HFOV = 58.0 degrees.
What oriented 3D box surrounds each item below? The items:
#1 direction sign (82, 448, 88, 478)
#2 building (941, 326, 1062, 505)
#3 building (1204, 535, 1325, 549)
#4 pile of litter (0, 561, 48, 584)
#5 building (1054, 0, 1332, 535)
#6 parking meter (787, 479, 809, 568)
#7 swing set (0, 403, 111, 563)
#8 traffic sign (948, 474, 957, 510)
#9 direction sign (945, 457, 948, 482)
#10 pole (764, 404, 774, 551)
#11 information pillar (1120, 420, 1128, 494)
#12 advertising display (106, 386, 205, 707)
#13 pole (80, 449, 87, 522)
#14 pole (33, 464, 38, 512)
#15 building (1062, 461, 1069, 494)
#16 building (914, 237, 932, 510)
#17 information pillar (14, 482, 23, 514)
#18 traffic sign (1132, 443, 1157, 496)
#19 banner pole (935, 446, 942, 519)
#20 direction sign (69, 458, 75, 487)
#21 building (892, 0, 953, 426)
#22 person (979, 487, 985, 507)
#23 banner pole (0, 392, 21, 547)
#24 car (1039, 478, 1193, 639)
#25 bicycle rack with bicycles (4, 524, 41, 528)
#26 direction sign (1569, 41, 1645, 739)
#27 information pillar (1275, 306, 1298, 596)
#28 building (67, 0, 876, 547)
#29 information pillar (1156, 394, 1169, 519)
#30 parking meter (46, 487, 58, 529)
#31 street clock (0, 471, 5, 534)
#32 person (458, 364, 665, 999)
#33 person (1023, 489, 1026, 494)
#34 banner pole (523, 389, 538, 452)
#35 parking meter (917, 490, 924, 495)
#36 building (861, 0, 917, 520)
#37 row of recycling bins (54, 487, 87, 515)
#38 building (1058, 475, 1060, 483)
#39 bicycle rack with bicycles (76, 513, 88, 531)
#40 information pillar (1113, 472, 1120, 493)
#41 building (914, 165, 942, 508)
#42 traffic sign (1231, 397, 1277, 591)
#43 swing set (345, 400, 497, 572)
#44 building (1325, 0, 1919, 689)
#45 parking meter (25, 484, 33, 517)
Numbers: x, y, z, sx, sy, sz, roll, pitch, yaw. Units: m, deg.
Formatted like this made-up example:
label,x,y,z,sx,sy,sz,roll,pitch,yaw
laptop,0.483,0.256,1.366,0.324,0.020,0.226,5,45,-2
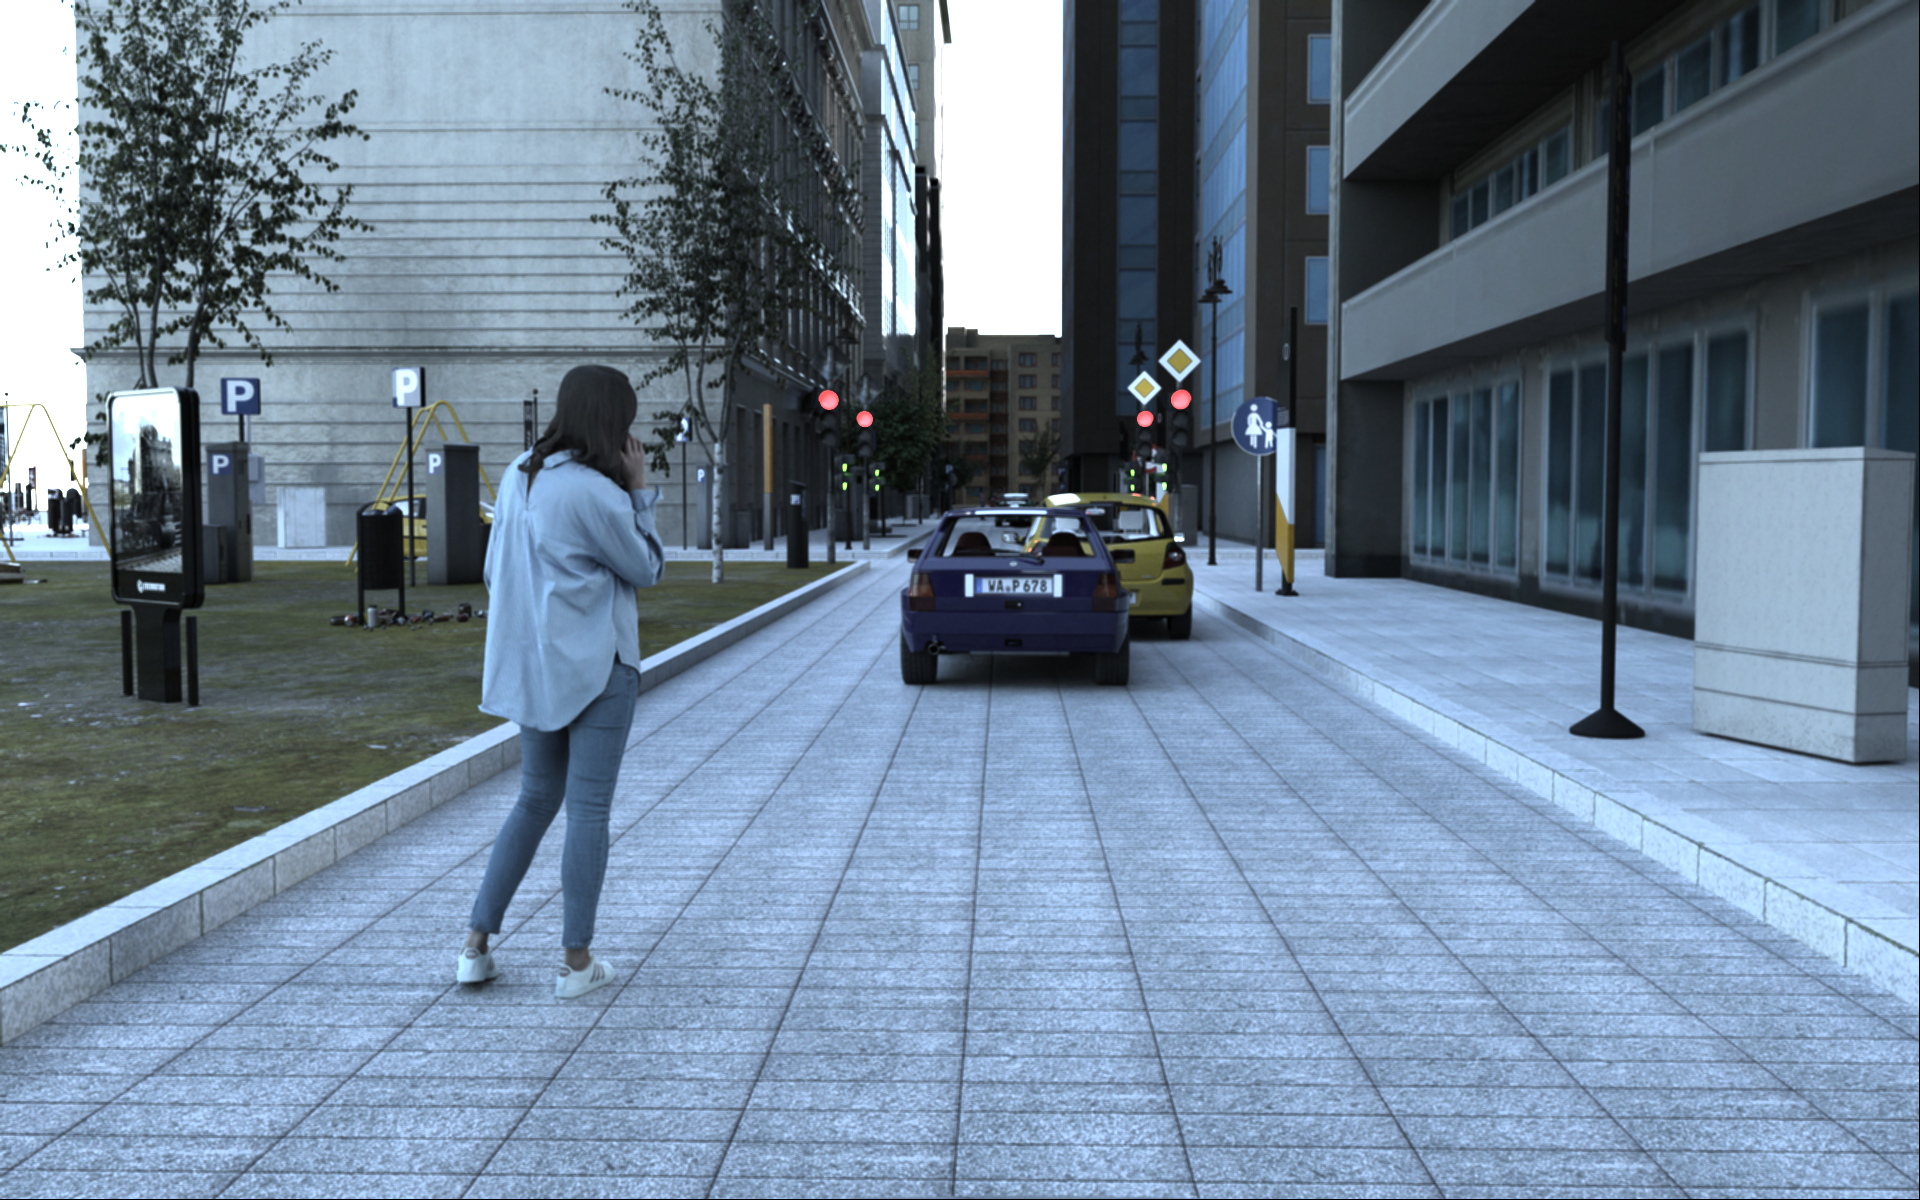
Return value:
label,x,y,z,sx,sy,sz,roll,pitch,yaw
direction sign,-42.604,-5.693,85.075,0.876,3.537,0.379,-1,4,-14
building,0.491,-22.552,213.758,28.899,21.520,27.650,0,4,2
building,14.092,-24.183,45.506,14.200,45.320,14.600,0,4,2
pile of litter,-13.927,-0.658,24.718,1.719,0.858,1.176,-2,4,-35
building,10.984,-25.396,65.329,14.600,45.320,14.200,0,4,2
parking meter,-2.814,-1.322,30.024,0.372,1.533,0.369,0,3,0
swing set,-17.133,-2.006,30.415,3.119,2.851,2.862,2,4,27
traffic sign,-0.547,-6.729,110.128,0.768,2.556,0.104,0,4,3
direction sign,-0.834,-6.934,105.372,0.379,3.537,0.876,-1,4,-9
pole,-4.343,-2.779,39.279,0.158,3.312,0.155,0,3,0
information pillar,5.151,-3.864,54.529,0.183,3.616,0.504,-1,4,-18
advertising display,-4.974,-0.336,10.709,0.974,1.923,0.123,3,5,40
pole,-39.584,-5.162,78.234,0.158,3.312,0.155,0,3,0
pole,-62.330,-7.520,116.794,0.158,3.312,0.155,0,3,0
building,17.530,-47.975,97.059,22.319,86.520,31.000,0,4,2
building,-16.530,-17.439,130.170,27.650,21.520,28.899,0,4,2
information pillar,-56.806,-6.116,104.484,0.304,2.012,0.304,1,4,9
traffic sign,4.660,-2.621,42.964,0.768,2.556,0.104,0,4,7
banner pole,-1.181,-6.107,89.858,0.401,3.779,0.863,-1,4,-15
direction sign,-56.539,-7.239,110.356,0.379,3.537,0.876,-1,4,-9
building,-14.894,-35.776,174.180,27.495,52.752,28.713,0,4,2
person,1.229,-5.321,95.510,0.388,1.821,0.555,0,4,6
banner pole,-23.440,-3.213,42.545,0.863,3.779,0.401,3,5,44
car,1.463,-0.508,18.535,2.015,1.641,3.980,0,4,1
bicycle rack with bicycles,-35.923,-3.157,65.007,2.925,0.926,2.852,1,4,20
direction sign,3.455,-1.049,9.145,0.379,3.537,0.876,2,4,25
information pillar,4.125,-1.868,21.894,0.183,3.616,0.504,-1,4,-9
building,-13.007,-17.523,62.917,17.030,29.872,44.131,0,4,2
information pillar,4.735,-3.007,40.524,0.183,3.616,0.504,-1,4,-21
parking meter,-33.301,-3.374,63.572,0.372,1.533,0.369,0,3,0
street clock,-30.662,-3.100,55.258,0.471,2.002,0.358,3,4,38
person,-1.161,0.232,4.967,0.793,1.790,0.793,0,4,5
person,4.968,-7.723,134.710,0.705,1.831,1.348,0,4,-7
banner pole,-10.140,-3.121,41.047,0.401,3.779,0.863,1,4,11
parking meter,-2.194,-5.360,96.042,0.372,1.533,0.369,0,3,0
building,-8.784,-19.708,99.721,11.434,29.767,29.804,0,4,2
row of recycling bins,-54.409,-6.124,107.247,3.534,1.692,1.069,-1,4,-19
building,20.716,-45.172,176.817,20.563,71.187,20.611,0,4,2
bicycle rack with bicycles,-29.144,-2.868,60.277,2.925,0.926,2.852,-2,4,-27
information pillar,5.222,-3.206,56.909,0.304,2.012,0.304,-1,4,-18
building,-8.885,-23.260,152.004,14.160,30.474,14.107,0,4,2
traffic sign,3.947,-1.387,22.783,0.768,2.556,0.104,0,4,7
swing set,-9.209,-2.001,30.332,2.862,2.851,3.119,-1,4,-22
building,16.110,-23.935,15.040,21.300,48.544,21.600,0,4,2
parking meter,-52.402,-5.611,97.456,0.399,1.863,0.255,3,4,37
